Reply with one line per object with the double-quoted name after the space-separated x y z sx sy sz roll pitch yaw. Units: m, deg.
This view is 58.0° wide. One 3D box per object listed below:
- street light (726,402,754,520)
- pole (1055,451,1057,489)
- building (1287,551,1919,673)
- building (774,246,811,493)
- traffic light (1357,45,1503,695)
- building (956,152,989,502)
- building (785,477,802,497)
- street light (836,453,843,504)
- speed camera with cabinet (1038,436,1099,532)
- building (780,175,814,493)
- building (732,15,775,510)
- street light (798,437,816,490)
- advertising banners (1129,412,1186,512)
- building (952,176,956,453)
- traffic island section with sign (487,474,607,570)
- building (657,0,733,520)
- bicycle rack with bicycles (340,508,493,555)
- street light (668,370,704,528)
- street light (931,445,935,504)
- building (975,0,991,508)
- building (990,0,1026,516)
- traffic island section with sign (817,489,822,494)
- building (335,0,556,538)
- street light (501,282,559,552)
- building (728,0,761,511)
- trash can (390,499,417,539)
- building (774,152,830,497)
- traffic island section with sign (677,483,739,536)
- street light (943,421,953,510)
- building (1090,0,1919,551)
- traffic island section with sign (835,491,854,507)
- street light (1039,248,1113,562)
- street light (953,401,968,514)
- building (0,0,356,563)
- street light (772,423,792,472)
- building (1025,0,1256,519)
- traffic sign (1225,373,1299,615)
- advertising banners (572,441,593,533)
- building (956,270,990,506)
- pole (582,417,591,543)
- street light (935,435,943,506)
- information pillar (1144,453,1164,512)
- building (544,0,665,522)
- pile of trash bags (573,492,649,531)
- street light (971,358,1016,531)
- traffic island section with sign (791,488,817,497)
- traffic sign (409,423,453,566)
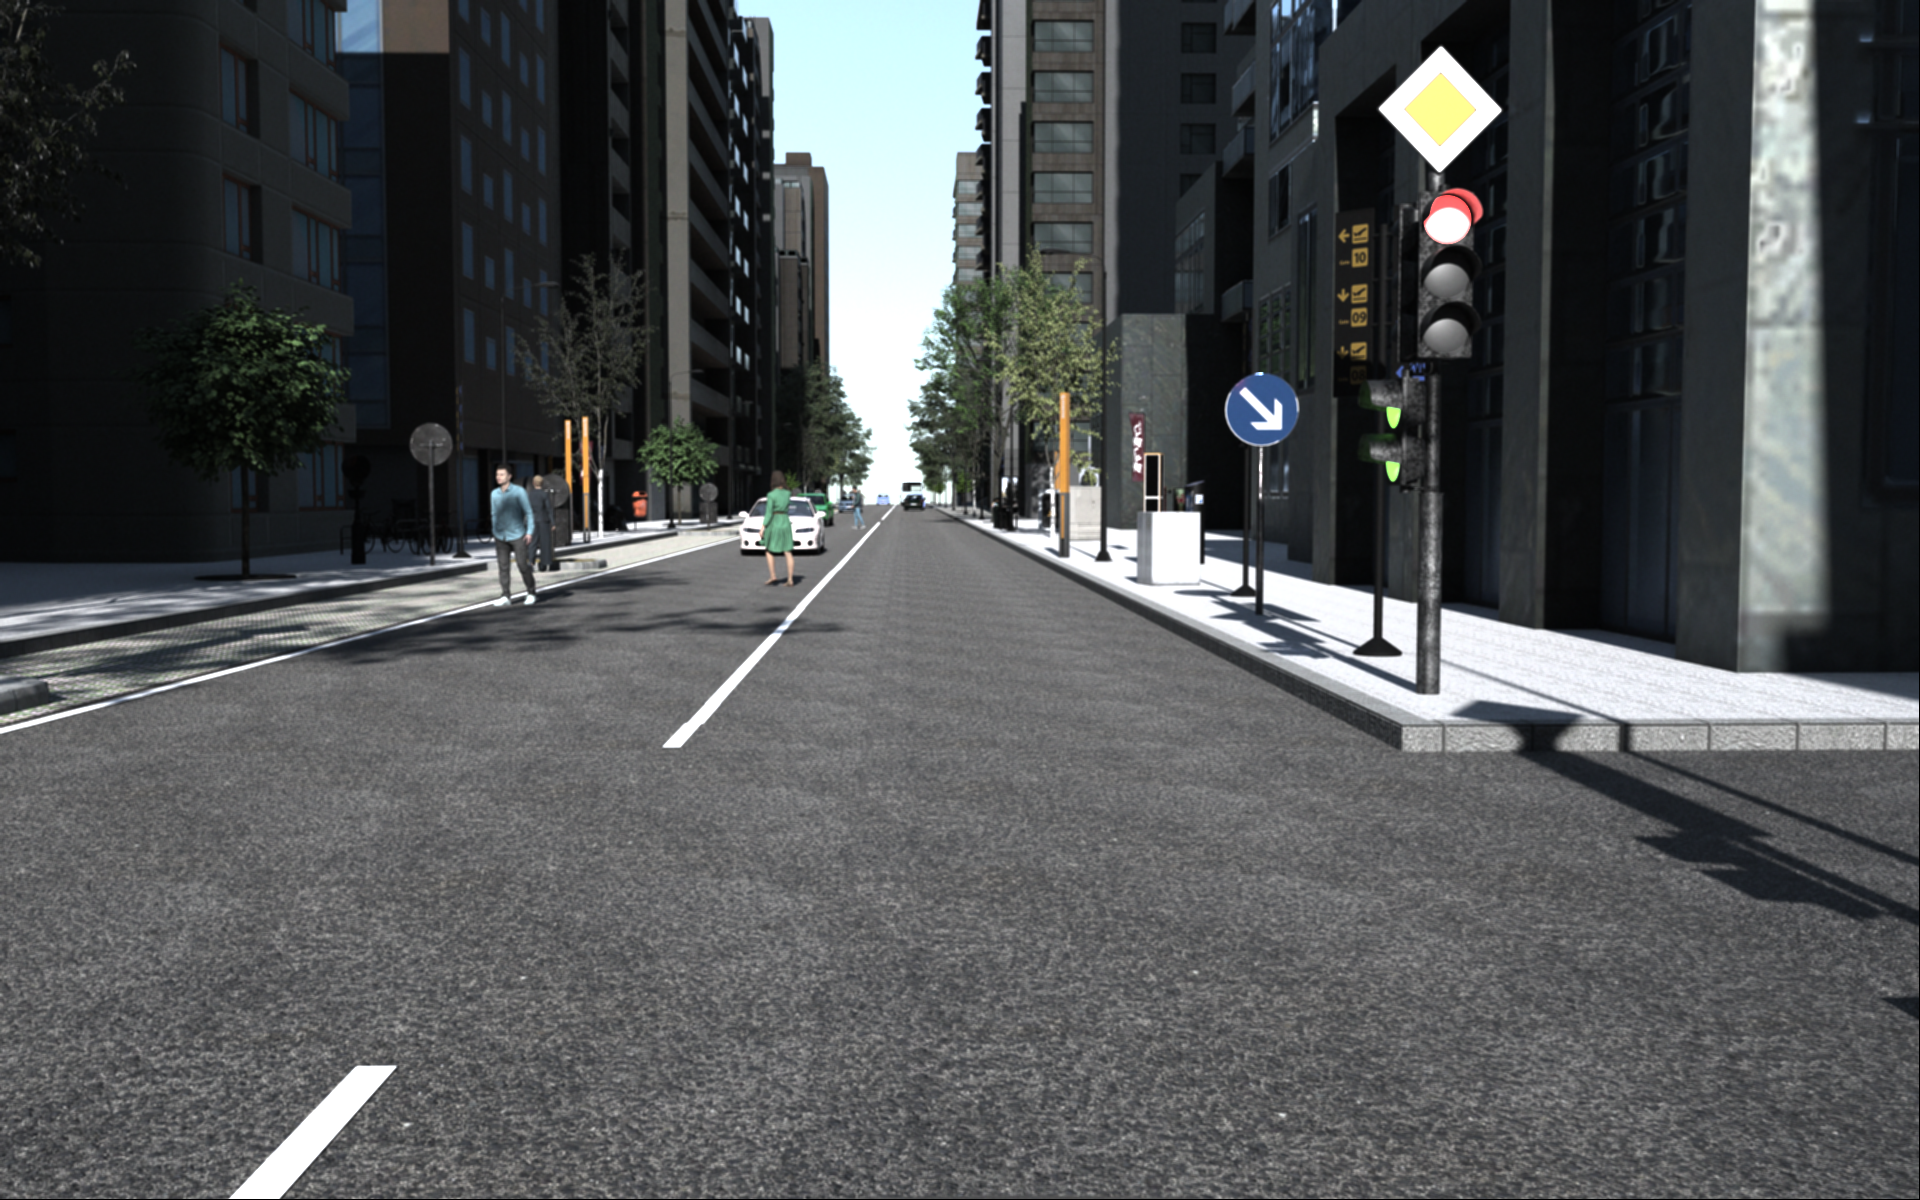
-11.057 -7.004 87.058 1.470 5.913 1.316 0 4 -2 "street light"
4.638 -5.446 82.884 0.158 3.312 0.155 0 3 0 "pole"
20.715 -43.347 21.397 31.000 86.520 22.319 0 4 -2 "building"
-24.904 -26.348 202.489 14.160 30.474 14.107 0 4 -2 "building"
2.991 -1.352 11.028 0.839 4.253 0.868 0 4 -2 "traffic light"
6.450 -32.180 209.735 14.154 41.232 14.086 0 4 -2 "building"
-33.149 -30.032 182.910 32.217 40.220 23.993 0 4 -2 "building"
-14.413 -13.733 197.073 1.470 5.913 1.316 0 4 -2 "street light"
3.705 -3.949 58.906 2.038 3.252 0.660 0 4 6 "speed camera with cabinet"
-25.703 -32.576 216.212 14.154 41.232 14.086 0 4 -2 "building"
-22.906 -28.158 143.985 14.154 41.232 14.086 0 4 -2 "building"
-12.530 -10.234 139.863 1.470 5.913 1.316 0 4 -2 "street light"
4.359 -2.548 37.853 2.074 3.025 0.090 -3 5 -44 "advertising banners"
10.089 -35.268 231.257 22.147 44.769 28.867 0 4 -2 "building"
-7.862 -1.504 33.218 1.989 1.847 2.006 0 4 -2 "traffic island section with sign"
-24.467 -28.855 95.481 21.300 48.544 21.600 0 4 -2 "building"
-11.895 -1.473 37.472 2.852 0.926 2.925 1 4 12 "bicycle rack with bicycles"
-10.282 -5.646 64.857 1.470 5.913 1.316 0 4 -2 "street light"
-1.867 -11.628 162.654 1.470 5.913 1.316 0 4 -2 "street light"
12.521 -30.006 145.229 22.147 44.769 28.867 0 4 -2 "building"
12.528 -35.070 115.388 21.231 58.520 28.212 0 4 -2 "building"
-11.105 -7.816 136.421 1.989 1.847 2.006 0 4 -2 "traffic island section with sign"
-21.620 -24.795 55.509 14.600 45.320 14.200 0 4 -2 "building"
-9.479 -4.010 38.099 1.470 5.913 1.316 0 4 -2 "street light"
-26.752 -30.690 121.386 23.786 49.044 30.456 0 4 -2 "building"
-15.772 -2.292 49.126 0.748 1.137 0.748 0 3 0 "trash can"
-24.594 -35.506 230.639 14.600 45.320 14.200 0 4 -2 "building"
-8.712 -3.152 60.159 1.989 1.847 2.006 0 4 -2 "traffic island section with sign"
-0.183 -8.375 109.471 1.470 5.913 1.316 0 4 -2 "street light"
17.083 -45.402 54.987 22.319 86.520 31.000 0 4 -2 "building"
-12.877 -11.278 193.030 1.989 1.847 2.006 0 4 -2 "traffic island section with sign"
2.196 -3.688 32.841 1.470 5.913 1.316 0 4 -2 "street light"
0.547 -6.933 85.893 1.470 5.913 1.316 0 4 -2 "street light"
-27.660 -11.047 25.653 27.650 21.520 28.899 0 4 -2 "building"
-11.716 -8.627 113.587 1.470 5.913 1.316 0 4 -2 "street light"
10.461 -19.777 95.049 14.160 30.474 14.107 0 4 -2 "building"
3.182 -1.115 18.339 0.768 2.556 0.104 0 4 4 "traffic sign"
-12.875 -3.687 56.462 2.074 3.025 0.090 1 4 15 "advertising banners"
15.744 -30.499 190.546 32.217 40.220 23.993 0 4 -2 "building"
-9.879 -3.177 45.784 0.158 3.312 0.155 0 3 0 "pole"
-1.036 -9.974 135.617 1.470 5.913 1.316 0 4 -2 "street light"
3.494 -1.636 31.248 0.304 2.012 0.304 1 4 19 "information pillar"
-21.442 -18.739 78.091 14.160 30.474 14.107 0 4 -2 "building"
-12.396 -3.124 60.826 1.912 1.369 3.447 3 5 42 "pile of trash bags"
1.232 -5.314 59.421 1.470 5.913 1.316 0 4 -2 "street light"
-10.255 -6.156 109.281 1.989 1.847 2.006 0 4 -2 "traffic island section with sign"
-9.460 -1.889 30.989 0.768 2.556 0.104 0 4 -2 "traffic sign"
